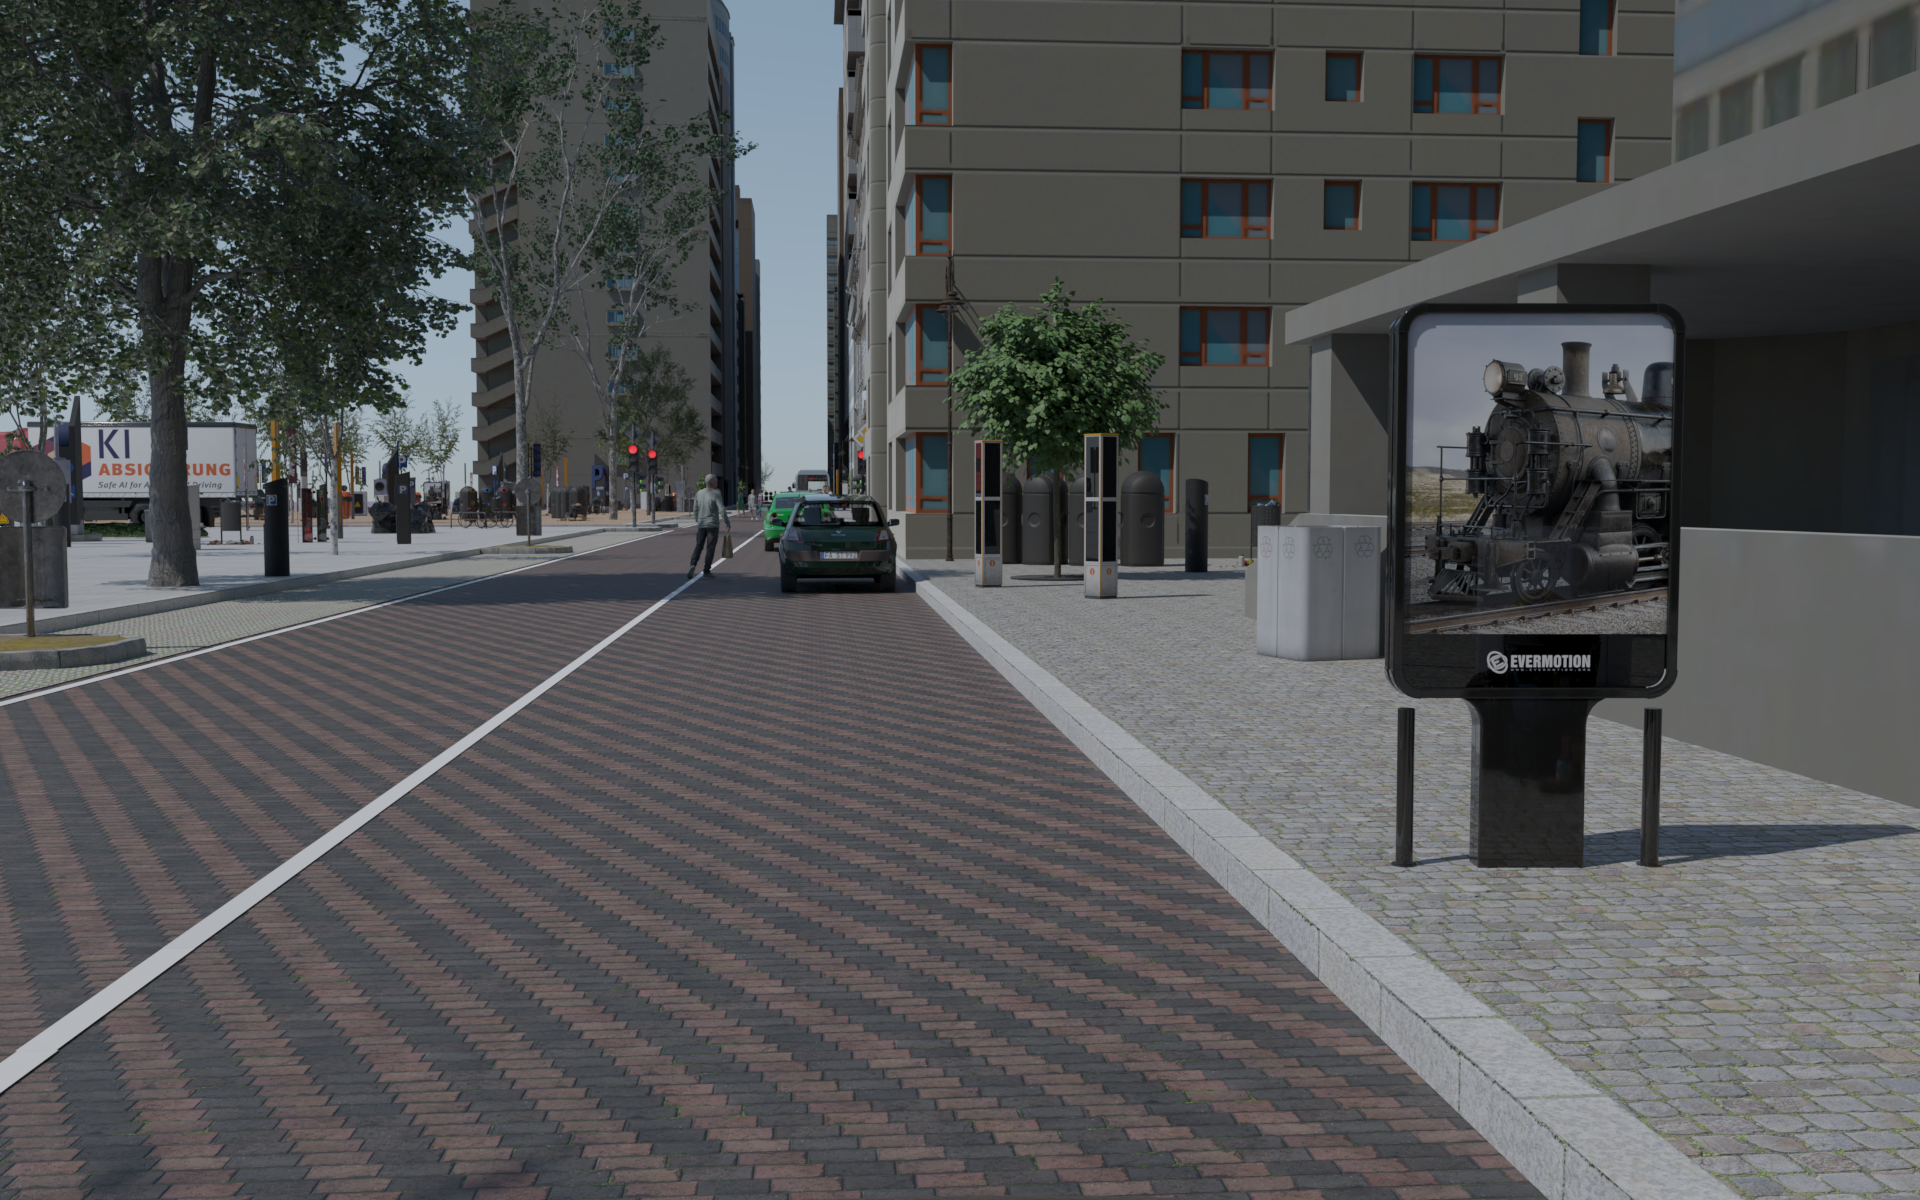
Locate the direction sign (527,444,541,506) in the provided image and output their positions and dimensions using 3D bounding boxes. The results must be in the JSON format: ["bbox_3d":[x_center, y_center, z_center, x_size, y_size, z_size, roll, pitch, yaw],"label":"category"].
[{"bbox_3d":[-19.212,-5.241,77.683,0.876,3.537,0.379,-2,4,-35],"label":"direction sign"}]

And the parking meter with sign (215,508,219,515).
[{"bbox_3d":[-42.431,-6.262,98.649,0.543,3.016,1.738,-1,4,-21],"label":"parking meter with sign"}]

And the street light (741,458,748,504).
[{"bbox_3d":[-27.591,-15.122,220.039,0.468,5.910,1.993,0,4,-5],"label":"street light"}]

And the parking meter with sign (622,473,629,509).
[{"bbox_3d":[-27.491,-8.952,142.625,0.543,3.016,1.738,-1,4,-12],"label":"parking meter with sign"}]

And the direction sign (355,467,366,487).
[{"bbox_3d":[-49.741,-9.284,143.797,0.876,3.537,0.379,0,4,-6],"label":"direction sign"}]

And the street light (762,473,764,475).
[{"bbox_3d":[-34.475,-20.189,302.880,0.468,5.910,1.993,0,4,-5],"label":"street light"}]

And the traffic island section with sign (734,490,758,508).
[{"bbox_3d":[-21.566,-10.078,173.400,1.989,1.847,2.006,0,4,-5],"label":"traffic island section with sign"}]

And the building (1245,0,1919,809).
[{"bbox_3d":[19.608,-19.537,11.309,32.217,40.220,23.993,0,4,-5],"label":"building"}]

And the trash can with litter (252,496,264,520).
[{"bbox_3d":[-34.068,-4.470,84.475,1.055,1.170,0.624,3,5,44],"label":"trash can with litter"}]

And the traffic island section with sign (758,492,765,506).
[{"bbox_3d":[-23.833,-11.721,200.260,1.989,1.847,2.006,0,4,-5],"label":"traffic island section with sign"}]

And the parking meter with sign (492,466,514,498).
[{"bbox_3d":[-27.955,-6.775,107.033,1.738,3.016,0.543,-3,5,-42],"label":"parking meter with sign"}]

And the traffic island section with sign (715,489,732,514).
[{"bbox_3d":[-17.414,-7.070,124.223,1.989,1.847,2.006,0,4,-5],"label":"traffic island section with sign"}]

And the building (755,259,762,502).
[{"bbox_3d":[-40.890,-37.255,292.713,14.154,41.232,14.086,0,4,-5],"label":"building"}]

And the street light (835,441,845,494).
[{"bbox_3d":[-10.891,-11.303,157.587,0.468,5.910,1.993,0,4,-5],"label":"street light"}]

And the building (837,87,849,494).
[{"bbox_3d":[-6.257,-32.906,188.126,14.600,45.320,14.200,0,4,-5],"label":"building"}]

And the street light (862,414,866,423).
[{"bbox_3d":[-4.382,-6.659,81.660,0.468,5.910,1.993,0,4,-5],"label":"street light"}]

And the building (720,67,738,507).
[{"bbox_3d":[-30.931,-32.311,178.394,14.600,45.320,14.200,0,4,-5],"label":"building"}]

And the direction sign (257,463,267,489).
[{"bbox_3d":[-49.847,-8.039,123.434,0.876,3.537,0.379,0,4,4],"label":"direction sign"}]

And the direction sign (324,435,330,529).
[{"bbox_3d":[-23.360,-4.395,63.855,0.379,3.537,0.876,-2,4,-26],"label":"direction sign"}]

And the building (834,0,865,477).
[{"bbox_3d":[2.415,-35.381,167.716,28.713,52.752,27.495,0,4,-5],"label":"building"}]

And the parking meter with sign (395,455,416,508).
[{"bbox_3d":[-24.592,-4.951,77.204,0.543,3.016,1.738,-3,4,-38],"label":"parking meter with sign"}]

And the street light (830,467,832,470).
[{"bbox_3d":[-16.503,-15.472,225.750,0.468,5.910,1.993,0,4,-5],"label":"street light"}]

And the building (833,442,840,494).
[{"bbox_3d":[-4.138,-54.863,209.685,22.319,86.520,31.000,0,4,-5],"label":"building"}]

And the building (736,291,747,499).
[{"bbox_3d":[-36.895,-28.592,239.176,14.160,30.474,14.107,0,4,-5],"label":"building"}]

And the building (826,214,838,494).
[{"bbox_3d":[-12.576,-34.967,255.308,14.154,41.232,14.086,0,4,-5],"label":"building"}]

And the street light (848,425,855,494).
[{"bbox_3d":[-7.238,-8.753,115.905,0.468,5.910,1.993,0,4,-5],"label":"street light"}]

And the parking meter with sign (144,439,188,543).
[{"bbox_3d":[-21.324,-3.071,46.479,0.543,3.016,1.738,0,4,-1],"label":"parking meter with sign"}]

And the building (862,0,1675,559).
[{"bbox_3d":[11.495,-12.464,48.831,27.650,21.520,28.899,0,4,-5],"label":"building"}]

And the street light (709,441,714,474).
[{"bbox_3d":[-21.713,-10.925,151.406,0.468,5.910,1.993,0,4,-5],"label":"street light"}]

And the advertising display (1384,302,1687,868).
[{"bbox_3d":[1.956,-0.044,5.931,0.974,1.923,0.123,0,4,0],"label":"advertising display"}]

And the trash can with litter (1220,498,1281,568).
[{"bbox_3d":[5.774,-1.192,30.548,2.233,1.210,1.678,1,4,16],"label":"trash can with litter"}]

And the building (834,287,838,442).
[{"bbox_3d":[-10.541,-28.745,241.687,14.160,30.474,14.107,0,4,-5],"label":"building"}]

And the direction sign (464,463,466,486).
[{"bbox_3d":[-36.087,-8.219,126.378,0.379,3.537,0.876,-1,4,-21],"label":"direction sign"}]

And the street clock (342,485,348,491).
[{"bbox_3d":[-49.614,-8.259,139.596,0.471,2.002,0.358,0,4,-1],"label":"street clock"}]

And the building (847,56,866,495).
[{"bbox_3d":[0.175,-18.352,97.326,12.463,27.353,25.104,0,4,-5],"label":"building"}]

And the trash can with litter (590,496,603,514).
[{"bbox_3d":[-23.854,-6.209,112.897,0.624,1.170,1.055,3,5,40],"label":"trash can with litter"}]

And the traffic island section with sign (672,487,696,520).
[{"bbox_3d":[-15.137,-5.427,97.364,1.989,1.847,2.006,0,4,-5],"label":"traffic island section with sign"}]

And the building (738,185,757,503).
[{"bbox_3d":[-37.083,-36.933,253.959,14.600,45.320,14.200,0,4,-5],"label":"building"}]

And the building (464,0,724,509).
[{"bbox_3d":[-33.231,-32.768,159.455,21.300,48.544,21.600,0,4,-5],"label":"building"}]

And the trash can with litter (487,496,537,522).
[{"bbox_3d":[-21.192,-4.263,80.758,2.233,1.210,1.678,-2,4,-29],"label":"trash can with litter"}]

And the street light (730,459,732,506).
[{"bbox_3d":[-24.526,-12.995,185.249,0.468,5.910,1.993,0,4,-5],"label":"street light"}]

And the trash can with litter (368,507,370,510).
[{"bbox_3d":[-47.341,-7.739,137.921,1.055,1.170,0.624,1,4,23],"label":"trash can with litter"}]

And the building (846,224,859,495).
[{"bbox_3d":[-1.140,-17.138,122.003,13.314,21.916,24.055,0,4,-5],"label":"building"}]

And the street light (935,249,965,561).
[{"bbox_3d":[-0.196,-3.680,32.952,0.468,5.910,1.993,0,4,-5],"label":"street light"}]

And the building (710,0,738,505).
[{"bbox_3d":[-36.921,-40.167,198.729,21.231,58.520,28.212,0,4,-5],"label":"building"}]

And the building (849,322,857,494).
[{"bbox_3d":[-3.738,-17.589,142.324,10.420,20.320,16.860,0,4,-5],"label":"building"}]

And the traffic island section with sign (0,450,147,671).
[{"bbox_3d":[-8.170,-0.377,14.786,1.989,1.847,2.006,0,4,-5],"label":"traffic island section with sign"}]

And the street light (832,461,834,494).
[{"bbox_3d":[-13.654,-13.373,191.434,0.468,5.910,1.993,0,4,-5],"label":"street light"}]

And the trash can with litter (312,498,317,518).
[{"bbox_3d":[-34.049,-4.913,91.716,1.055,1.170,0.624,-1,4,-8],"label":"trash can with litter"}]

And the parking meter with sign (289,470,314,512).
[{"bbox_3d":[-48.267,-7.987,126.855,1.738,3.016,0.543,-2,4,-28],"label":"parking meter with sign"}]

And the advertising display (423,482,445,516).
[{"bbox_3d":[-27.726,-5.254,91.118,0.974,1.923,0.123,0,4,1],"label":"advertising display"}]

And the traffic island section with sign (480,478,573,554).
[{"bbox_3d":[-10.463,-2.039,41.969,1.989,1.847,2.006,0,4,-5],"label":"traffic island section with sign"}]

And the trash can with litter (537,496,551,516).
[{"bbox_3d":[-24.724,-5.565,102.051,1.678,1.210,2.233,2,4,25],"label":"trash can with litter"}]

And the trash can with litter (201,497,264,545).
[{"bbox_3d":[-18.875,-2.018,44.044,2.233,1.210,1.678,0,4,3],"label":"trash can with litter"}]
